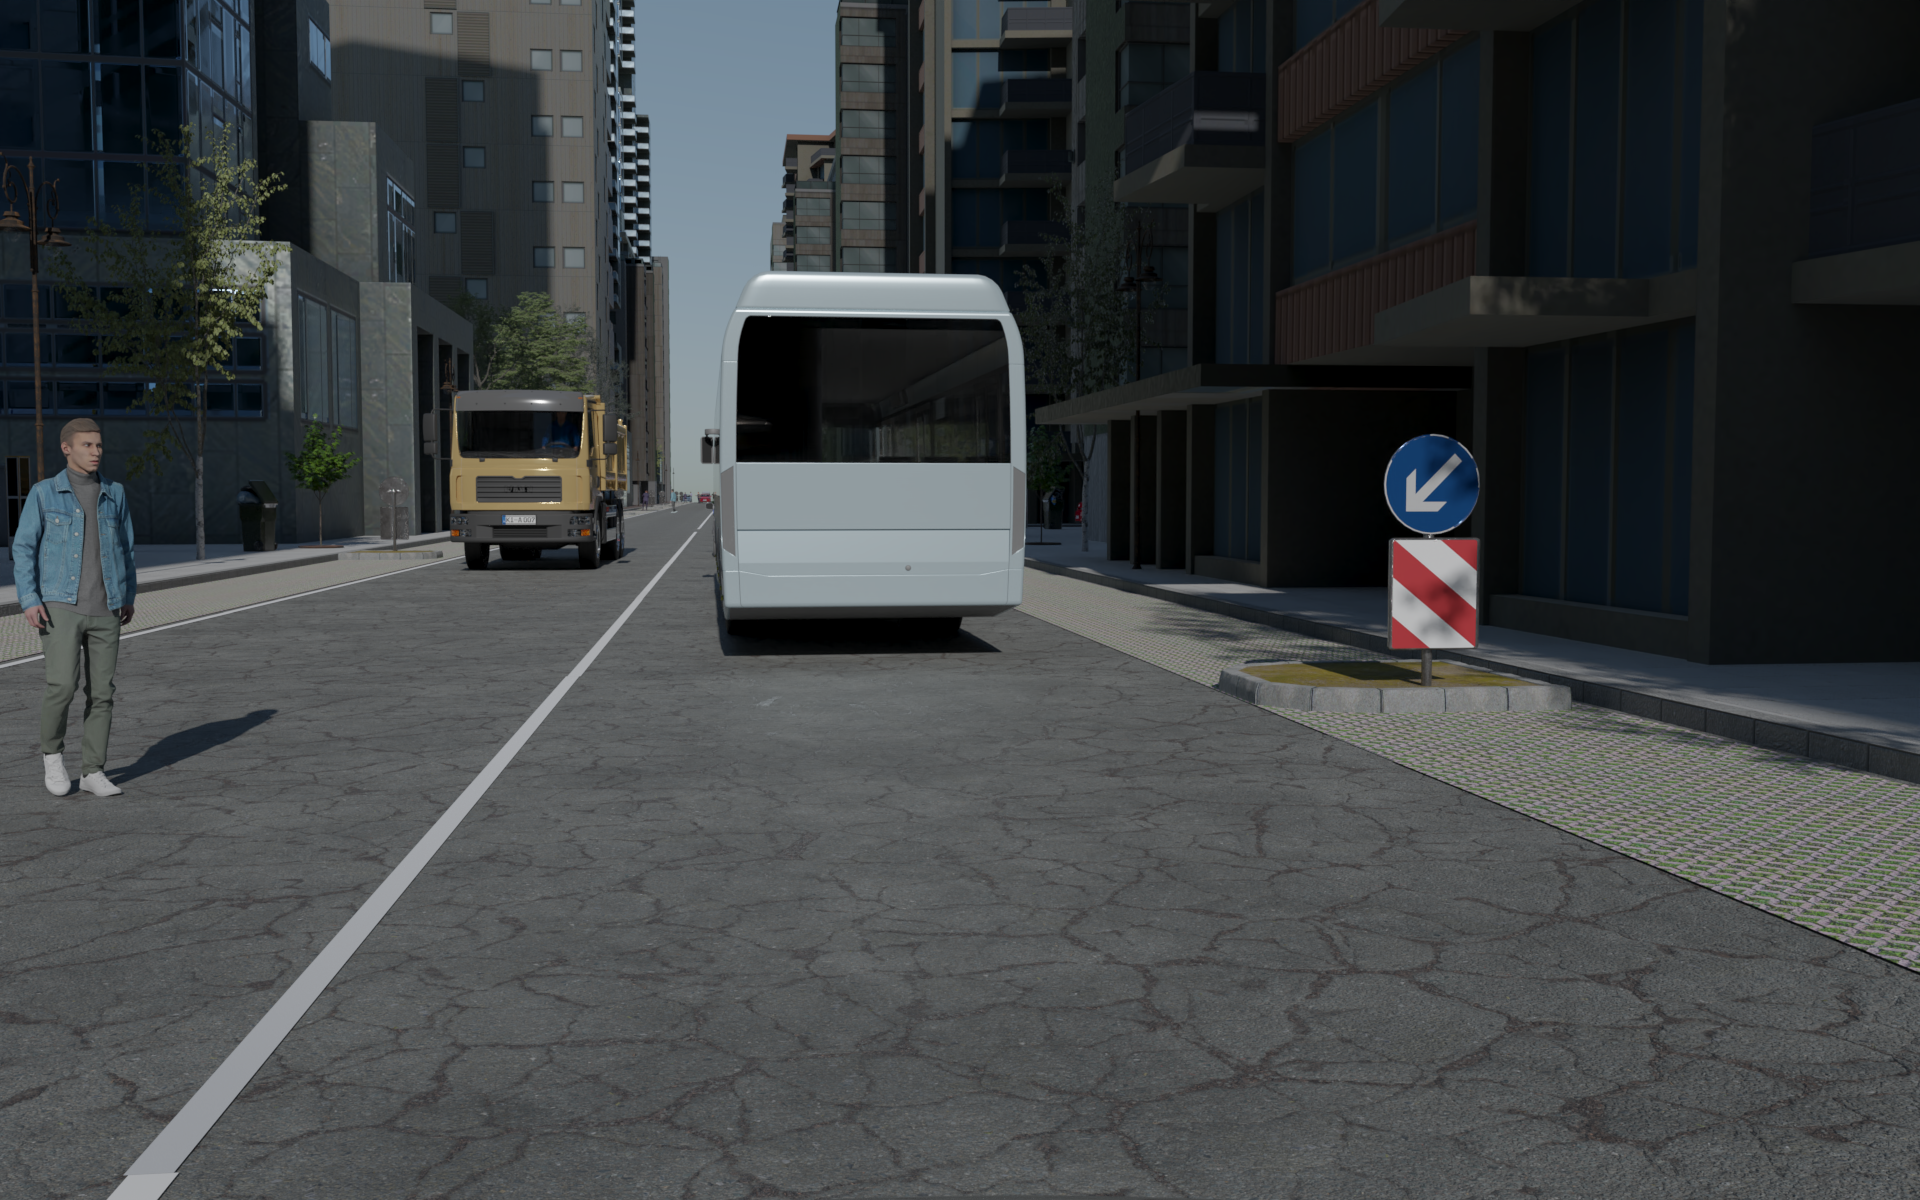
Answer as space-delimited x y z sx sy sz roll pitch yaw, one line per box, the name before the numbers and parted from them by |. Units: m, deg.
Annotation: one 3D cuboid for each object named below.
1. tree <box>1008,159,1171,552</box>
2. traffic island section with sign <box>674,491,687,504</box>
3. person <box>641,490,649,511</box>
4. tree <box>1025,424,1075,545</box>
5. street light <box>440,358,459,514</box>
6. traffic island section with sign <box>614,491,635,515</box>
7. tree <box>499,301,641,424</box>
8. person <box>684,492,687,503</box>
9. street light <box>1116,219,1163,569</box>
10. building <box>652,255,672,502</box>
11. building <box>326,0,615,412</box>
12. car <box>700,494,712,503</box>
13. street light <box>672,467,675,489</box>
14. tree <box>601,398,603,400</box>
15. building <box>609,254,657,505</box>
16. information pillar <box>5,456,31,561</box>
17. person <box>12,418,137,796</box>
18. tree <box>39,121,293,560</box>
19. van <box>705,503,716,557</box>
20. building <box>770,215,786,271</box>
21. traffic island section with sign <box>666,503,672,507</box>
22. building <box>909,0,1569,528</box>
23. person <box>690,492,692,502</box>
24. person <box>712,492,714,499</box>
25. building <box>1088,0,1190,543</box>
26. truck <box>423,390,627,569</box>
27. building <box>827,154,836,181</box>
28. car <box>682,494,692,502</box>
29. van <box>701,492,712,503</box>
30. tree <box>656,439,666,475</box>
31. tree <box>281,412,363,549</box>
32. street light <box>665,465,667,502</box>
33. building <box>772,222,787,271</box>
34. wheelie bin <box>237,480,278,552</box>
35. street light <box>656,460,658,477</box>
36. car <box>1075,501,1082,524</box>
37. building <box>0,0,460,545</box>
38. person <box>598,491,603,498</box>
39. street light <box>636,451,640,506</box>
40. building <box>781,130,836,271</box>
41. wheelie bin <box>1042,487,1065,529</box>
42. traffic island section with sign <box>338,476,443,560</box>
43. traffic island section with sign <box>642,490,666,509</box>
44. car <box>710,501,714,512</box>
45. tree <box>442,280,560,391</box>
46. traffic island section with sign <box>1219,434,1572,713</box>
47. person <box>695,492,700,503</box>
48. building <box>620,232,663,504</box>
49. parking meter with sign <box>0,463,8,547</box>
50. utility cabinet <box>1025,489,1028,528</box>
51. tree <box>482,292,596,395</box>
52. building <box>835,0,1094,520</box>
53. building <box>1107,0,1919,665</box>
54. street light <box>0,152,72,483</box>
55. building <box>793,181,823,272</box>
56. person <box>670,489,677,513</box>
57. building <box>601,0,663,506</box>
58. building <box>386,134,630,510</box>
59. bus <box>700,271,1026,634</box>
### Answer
tree | 2.772 -5.401 38.665 4.360 8.622 3.978 0 3 0
traffic island section with sign | -41.111 -14.858 251.552 1.989 1.847 2.006 0 4 -8
person | -27.252 -8.623 149.933 0.683 1.767 0.568 -1 4 -17
tree | 2.183 -3.015 43.900 1.663 3.219 1.824 0 3 0
street light | -17.339 -5.275 59.040 0.468 5.910 1.993 0 4 -8
traffic island section with sign | -23.391 -6.764 119.219 1.989 1.847 2.006 0 4 -8
tree | -25.382 -12.214 110.069 12.009 13.543 11.850 0 3 0
person | -43.305 -16.124 273.051 0.541 1.710 0.530 0 4 -5
street light | 3.022 -3.463 29.402 0.468 5.910 1.993 0 4 -8
building | -55.719 -37.033 289.081 14.154 41.232 14.086 0 4 -8
building | -45.603 -34.661 155.944 28.713 52.752 27.495 0 4 -8
car | -39.748 -15.944 269.719 2.155 1.783 4.494 0 4 -8
street light | -49.636 -20.027 300.229 0.468 5.910 1.993 0 4 -8
tree | -27.493 -11.017 130.497 4.360 8.622 3.978 0 3 0
building | -44.143 -26.745 208.983 14.160 30.474 14.107 0 4 -8
information pillar | -18.195 -1.774 33.498 0.304 2.012 0.304 1 4 14
person | -4.176 0.039 8.207 0.444 1.785 0.601 3 5 43
tree | -15.128 -5.099 33.738 4.737 8.622 4.395 0 3 0
van | -4.983 -2.065 40.776 2.013 2.044 4.112 0 4 -8
building | -21.329 -41.101 295.696 21.300 48.544 21.600 0 4 -8
traffic island section with sign | -33.792 -11.514 196.888 1.989 1.847 2.006 0 4 -8
building | 10.288 -26.230 83.480 28.867 44.769 22.147 0 4 -8
person | -46.934 -17.928 301.482 0.599 1.838 0.709 0 4 7
person | -41.678 -17.395 293.045 1.348 1.807 0.705 1 4 12
building | 10.157 -17.067 50.741 14.160 30.474 14.107 0 4 -8
truck | -8.428 -2.406 35.260 3.469 3.379 9.791 0 4 -7
building | -1.112 -30.058 183.324 32.217 40.220 23.993 0 4 -8
car | -46.731 -17.320 295.181 2.014 1.417 4.499 0 4 -8
van | -41.340 -16.819 282.001 2.013 2.044 4.112 -1 4 -9
tree | -39.630 -16.564 221.179 4.737 8.622 4.395 0 3 0
tree | -15.349 -2.849 41.184 1.663 3.219 1.824 0 3 0
street light | -44.904 -17.868 264.936 0.468 5.910 1.993 0 4 -8
building | -21.396 -35.416 262.643 14.154 41.232 14.086 0 4 -8
wheelie bin | -15.766 -1.891 38.828 0.693 1.594 0.980 0 4 8
street light | -40.277 -15.722 229.843 0.468 5.910 1.993 0 4 -8
car | 6.881 -3.703 69.584 4.494 1.783 2.155 0 4 -7
building | -32.341 -45.117 50.341 31.000 86.520 22.319 0 4 -8
person | -10.509 -2.555 50.546 0.520 1.790 0.573 1 4 19
street light | -33.852 -12.802 182.102 0.468 5.910 1.993 0 4 -8
building | -10.189 -33.928 209.351 22.147 44.769 28.867 0 4 -8
wheelie bin | 3.398 -3.371 63.028 0.693 1.594 0.980 -1 4 -18
traffic island section with sign | -12.566 -1.819 38.372 1.989 1.847 2.006 0 4 -8
traffic island section with sign | -30.183 -9.870 170.007 1.989 1.847 2.006 0 4 -8
car | -10.562 -4.313 80.110 1.945 1.707 3.694 -1 4 -9
tree | -21.004 -8.682 76.356 7.601 10.594 8.767 0 4 -2
traffic island section with sign | 2.922 -0.220 12.227 1.989 1.847 2.006 0 4 -8
person | -40.060 -15.621 264.433 0.750 1.759 0.617 -2 4 -35
building | -57.611 -33.399 237.948 32.217 40.220 23.993 0 4 -8
parking meter with sign | -23.033 -2.793 41.925 1.738 3.016 0.543 -2 4 -30
utility cabinet | 1.932 -3.438 64.895 1.173 1.500 0.318 1 4 17
tree | -23.890 -10.993 97.861 7.486 12.596 7.792 0 3 0
building | -0.574 -20.345 104.343 14.160 30.474 14.107 0 4 -8
building | 14.048 -22.416 21.130 22.147 44.769 28.867 0 4 -8
street light | -12.719 -3.125 23.886 0.468 5.910 1.993 0 4 -8
building | -8.628 -23.924 162.853 14.160 30.474 14.107 0 4 -8
person | -21.836 -7.565 132.208 0.620 1.820 0.660 1 4 12
building | -56.982 -58.231 264.745 22.319 86.520 31.000 0 4 -8
building | -46.405 -53.308 184.259 22.319 86.520 31.000 0 4 -8
bus | -1.667 -1.598 20.979 2.948 3.499 13.247 -1 4 -8
